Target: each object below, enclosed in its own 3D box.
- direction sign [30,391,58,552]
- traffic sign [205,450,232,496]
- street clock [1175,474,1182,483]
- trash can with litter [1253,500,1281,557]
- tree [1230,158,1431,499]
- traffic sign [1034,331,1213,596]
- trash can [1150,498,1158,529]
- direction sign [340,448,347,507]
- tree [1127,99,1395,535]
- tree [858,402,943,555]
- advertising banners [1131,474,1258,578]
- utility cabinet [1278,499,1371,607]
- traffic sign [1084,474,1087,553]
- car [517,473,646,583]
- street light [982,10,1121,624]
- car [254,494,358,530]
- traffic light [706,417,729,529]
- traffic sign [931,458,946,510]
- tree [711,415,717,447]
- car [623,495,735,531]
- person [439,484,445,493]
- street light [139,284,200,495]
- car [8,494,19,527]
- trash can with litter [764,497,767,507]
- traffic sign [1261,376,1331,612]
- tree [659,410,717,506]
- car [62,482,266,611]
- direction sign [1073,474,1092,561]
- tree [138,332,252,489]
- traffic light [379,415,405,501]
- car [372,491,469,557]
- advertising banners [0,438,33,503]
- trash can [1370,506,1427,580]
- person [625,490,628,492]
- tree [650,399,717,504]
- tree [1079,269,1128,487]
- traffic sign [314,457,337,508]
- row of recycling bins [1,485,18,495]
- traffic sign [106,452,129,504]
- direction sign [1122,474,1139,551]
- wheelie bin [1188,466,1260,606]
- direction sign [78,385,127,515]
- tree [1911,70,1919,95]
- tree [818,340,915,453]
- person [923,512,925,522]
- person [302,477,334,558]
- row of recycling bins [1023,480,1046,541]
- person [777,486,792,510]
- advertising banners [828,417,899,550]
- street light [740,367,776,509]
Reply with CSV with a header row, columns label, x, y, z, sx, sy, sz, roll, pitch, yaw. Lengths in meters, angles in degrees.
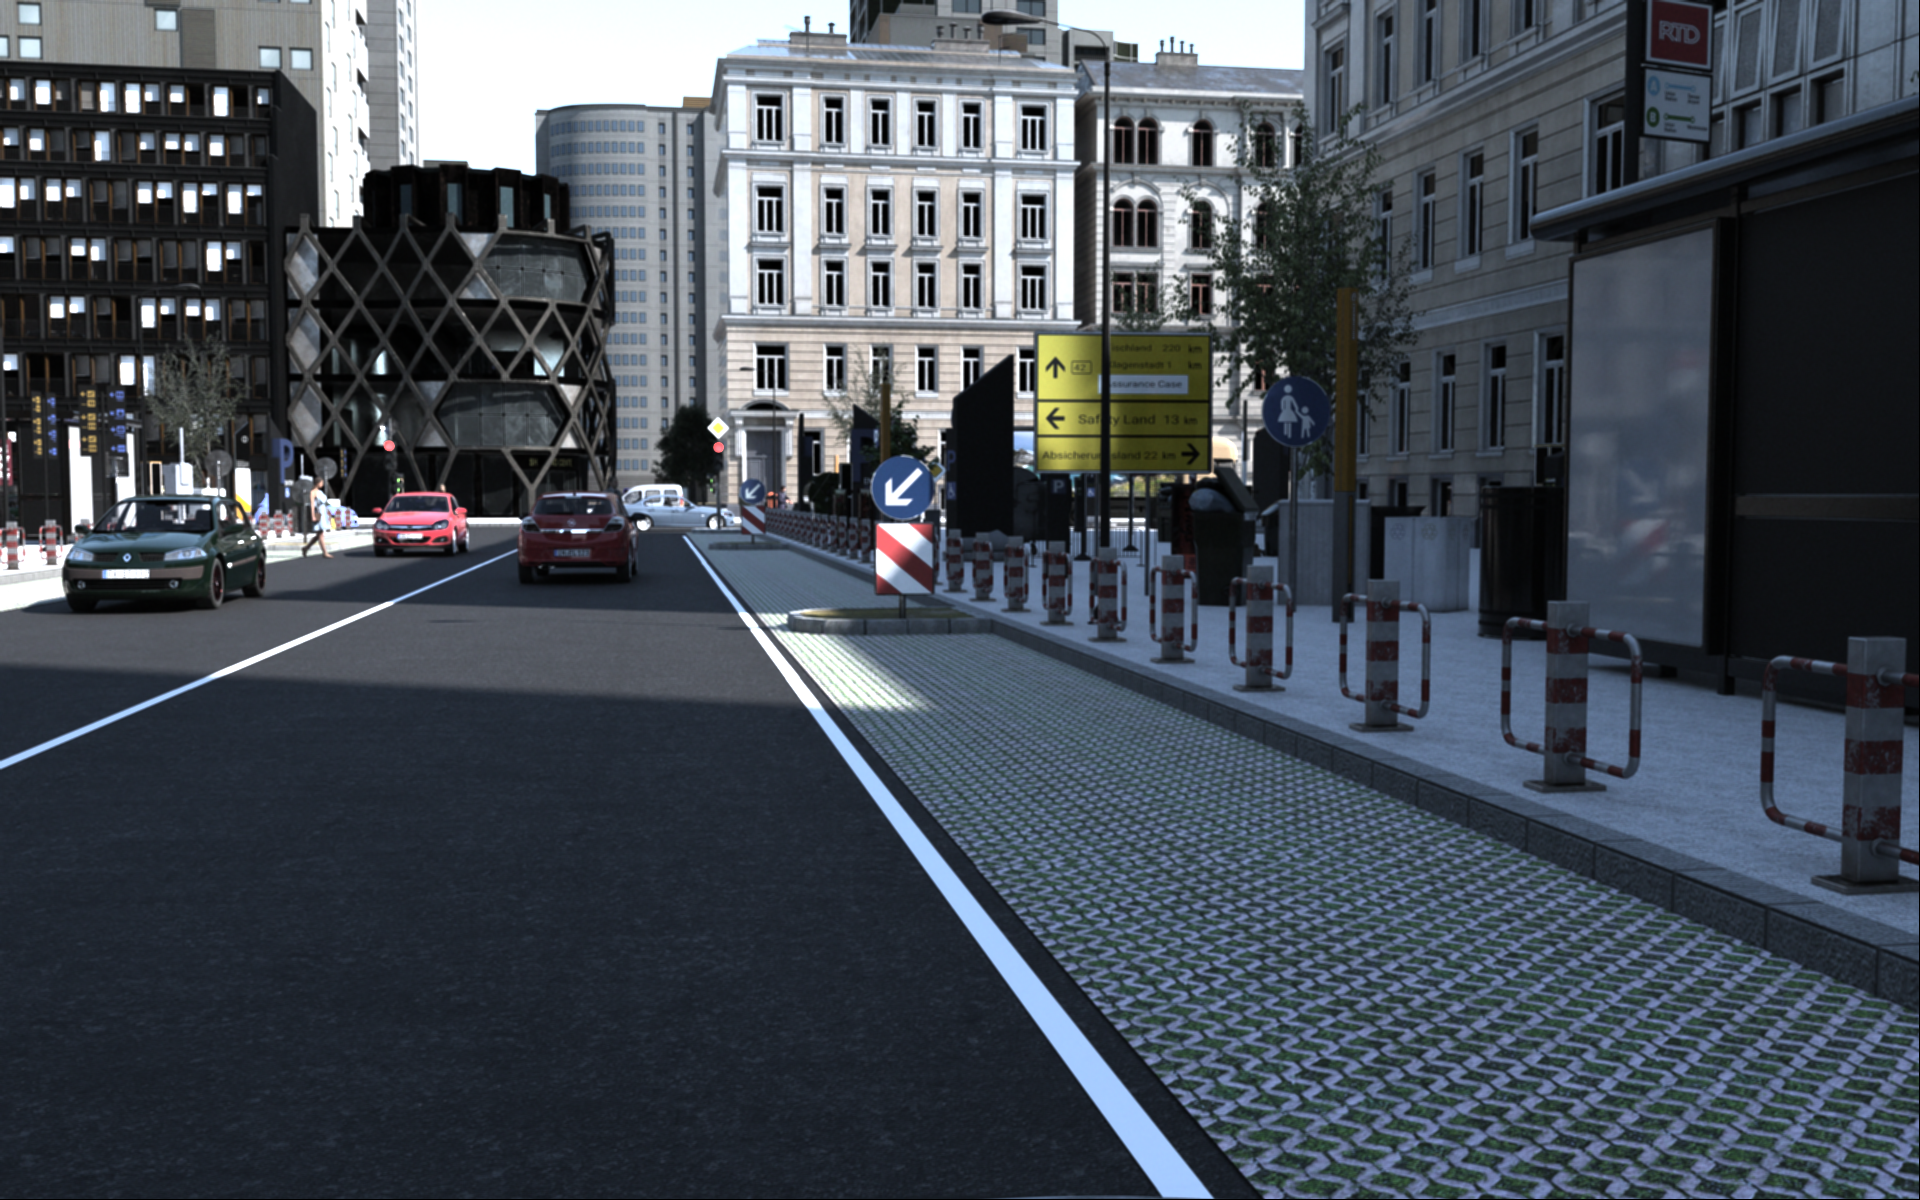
label,x,y,z,sx,sy,sz,roll,pitch,yaw
direction sign,-20.292,-2.840,38.430,0.379,3.537,0.876,0,4,5
traffic sign,-21.259,-3.032,49.678,0.768,2.556,0.104,0,4,-5
street clock,7.988,-3.597,63.379,0.358,2.002,0.471,0,4,-1
trash can with litter,6.276,-1.473,35.470,1.055,1.170,0.624,-1,4,-17
tree,8.150,-5.395,38.567,4.360,8.622,3.978,0,3,0
traffic sign,2.045,-1.706,21.764,2.265,3.308,0.079,0,4,-5
trash can,7.126,-3.138,62.964,0.748,1.137,0.748,0,3,0
direction sign,-30.165,-5.675,84.780,0.379,3.537,0.876,0,4,-2
tree,6.058,-4.971,31.633,4.737,8.622,4.395,0,3,0
tree,-1.177,-2.556,36.384,1.663,3.219,1.824,0,3,0
advertising banners,3.481,-1.840,26.276,2.074,3.025,0.090,1,4,17
utility cabinet,4.202,-0.540,19.990,1.020,1.237,0.306,1,4,19
traffic sign,2.732,-2.301,37.734,0.768,2.556,0.104,-1,4,-9
car,-6.440,-1.248,29.439,2.155,1.783,4.494,-1,4,-8
street light,0.898,-2.712,16.884,1.470,5.913,1.316,-1,4,-10
car,-25.053,-3.477,66.437,3.694,1.707,1.945,-1,4,-9
traffic light,-8.851,-4.552,63.345,0.839,4.253,0.868,-1,4,-10
traffic sign,-0.796,-3.316,55.399,0.795,2.450,0.064,-1,4,-9
tree,-16.126,-10.824,127.327,4.360,8.622,3.978,0,3,0
car,-11.037,-3.389,67.411,4.499,1.417,2.014,-1,4,-10
person,-19.807,-3.436,64.898,1.509,1.804,0.699,-2,4,-35
street light,-17.519,-4.027,38.385,1.470,5.913,1.316,-1,4,-10
car,-34.302,-3.348,64.532,4.222,1.686,2.009,-1,4,-12
trash can with litter,-9.677,-4.786,89.633,0.624,1.170,1.055,-3,4,-37
traffic sign,3.615,-1.141,18.755,0.768,2.556,0.104,0,4,-8
tree,-27.898,-15.434,186.750,7.601,10.594,8.767,3,4,36
car,-10.299,-0.784,22.603,2.009,1.686,4.222,-1,4,-10
direction sign,2.371,-2.531,33.377,0.379,3.537,0.876,-1,4,-21
tree,-33.846,-7.756,77.180,4.360,8.622,3.978,0,3,0
traffic light,-20.133,-4.429,61.330,0.839,4.253,0.868,-1,4,-10
car,-12.786,-1.966,41.185,2.155,1.783,4.494,-1,4,-10
advertising banners,-29.499,-3.597,55.003,2.074,3.025,0.090,-3,5,-42
trash can,5.216,-0.561,20.819,0.748,1.137,0.748,0,3,0
person,-29.524,-8.855,153.308,0.705,1.821,1.348,2,4,31
tree,-32.286,-17.922,210.024,9.611,12.733,9.660,0,3,0
tree,5.381,-6.398,54.973,4.737,8.622,4.395,0,3,0
traffic sign,-21.931,-3.658,59.908,0.768,2.556,0.104,0,4,-7
row of recycling bins,-42.785,-4.233,76.317,1.069,1.692,3.534,2,4,24
traffic sign,-20.612,-2.460,42.344,0.606,2.300,0.079,0,4,-5
direction sign,3.842,-2.872,38.947,0.876,3.537,0.379,1,4,18
wheelie bin,3.039,-0.742,20.032,0.693,1.594,0.980,2,4,26
direction sign,-17.829,-2.697,36.085,0.876,3.537,0.379,-1,4,-23
tree,12.116,-4.171,18.560,4.737,8.622,4.395,0,3,0
tree,-4.354,-8.076,82.411,4.360,8.622,3.978,0,3,0
person,-1.690,-4.071,74.902,0.661,1.843,0.795,2,4,33
person,-14.428,-1.847,38.798,0.778,1.811,0.616,1,4,9
row of recycling bins,1.444,-2.572,49.164,1.069,1.692,3.534,-2,4,-30
person,-6.930,-3.655,68.702,0.568,1.767,0.683,1,4,13
advertising banners,-2.191,-2.668,39.814,2.074,3.025,0.090,2,4,34
street light,-7.353,-5.566,63.552,1.470,5.913,1.316,-1,4,-10
